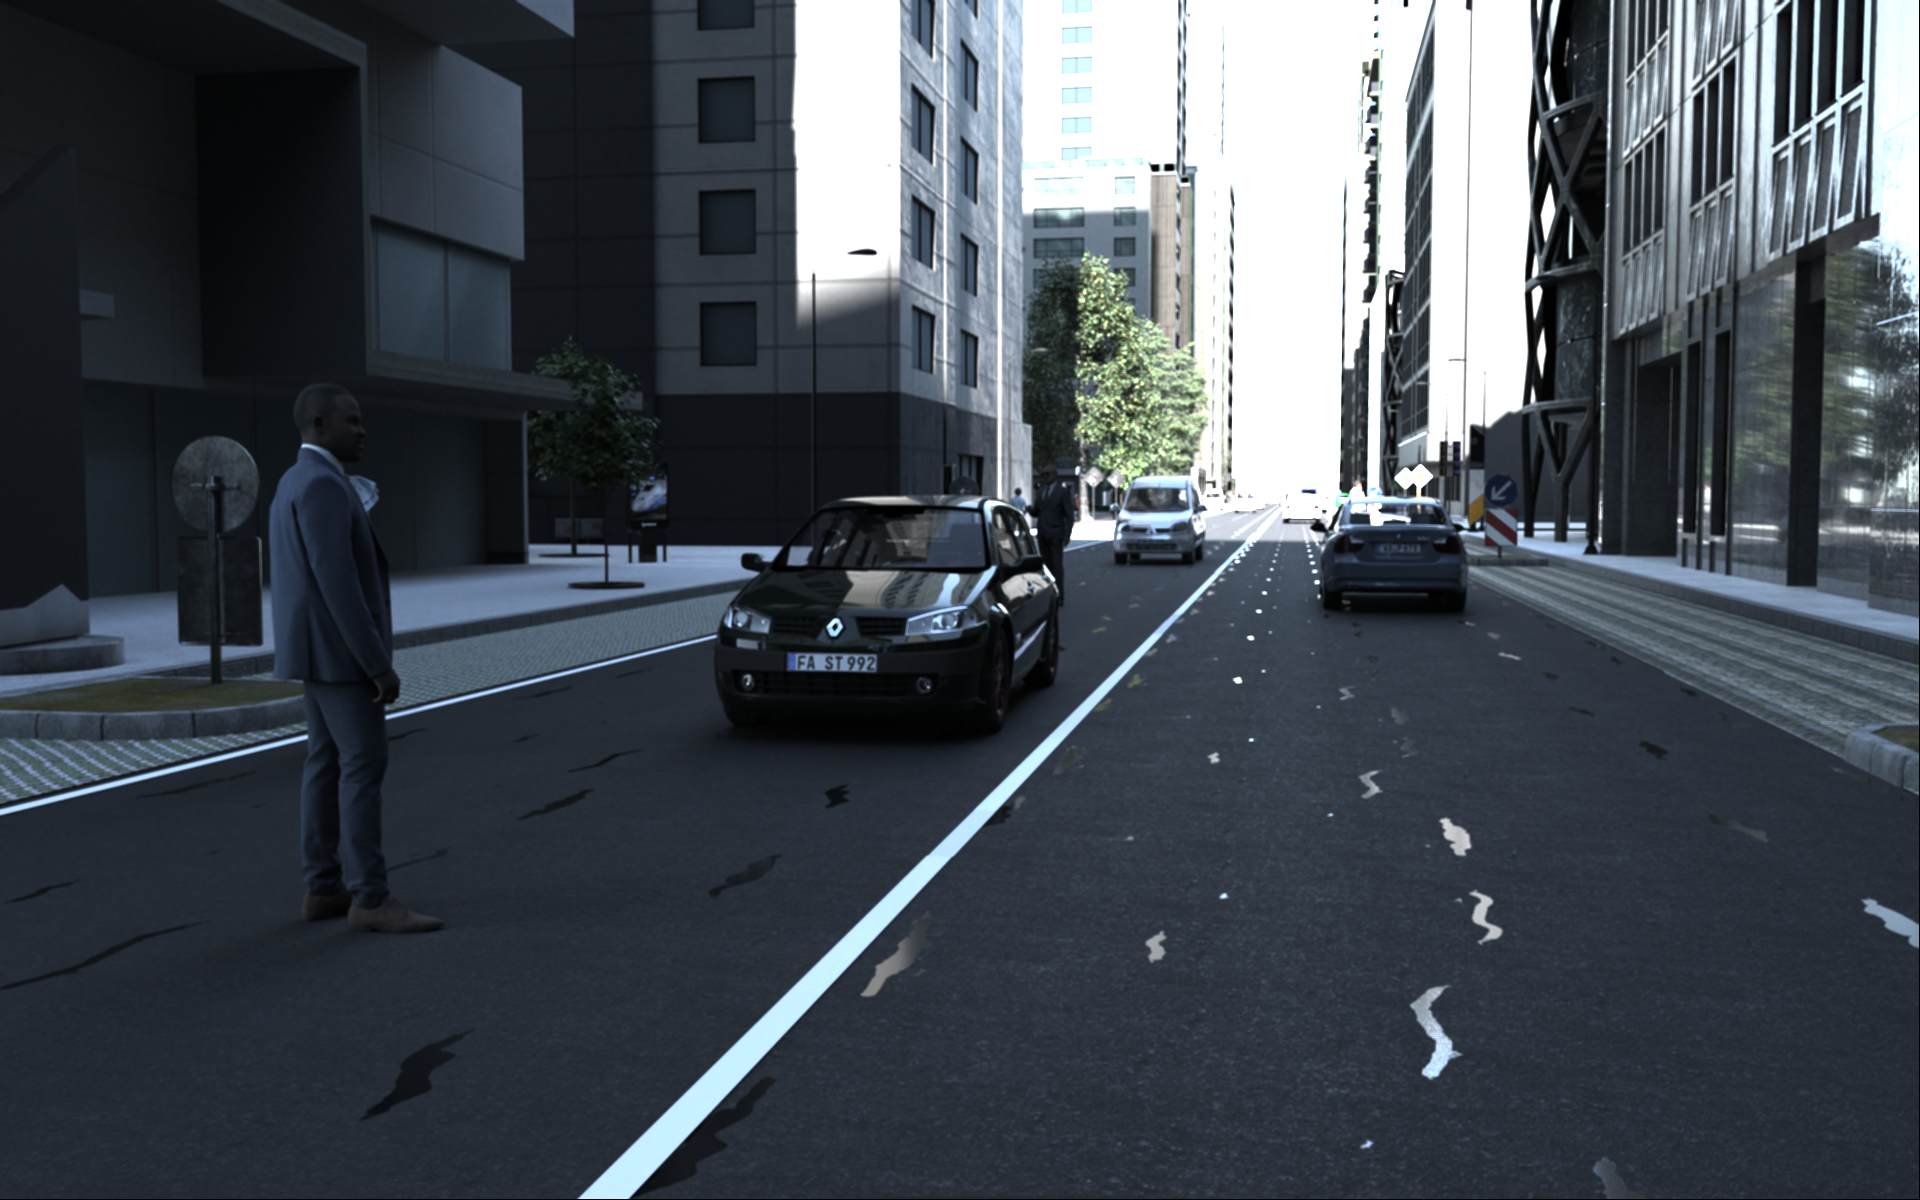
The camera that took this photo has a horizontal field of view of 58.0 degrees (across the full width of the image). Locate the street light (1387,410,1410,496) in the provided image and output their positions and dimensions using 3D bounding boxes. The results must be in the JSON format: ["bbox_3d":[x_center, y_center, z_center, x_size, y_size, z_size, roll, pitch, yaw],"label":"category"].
[{"bbox_3d":[24.327,-7.529,95.642,1.470,5.913,1.316,1,4,11],"label":"street light"}]

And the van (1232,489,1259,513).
[{"bbox_3d":[21.770,-7.645,132.003,2.013,2.044,4.112,1,4,11],"label":"van"}]

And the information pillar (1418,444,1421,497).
[{"bbox_3d":[21.580,-5.509,81.420,0.183,3.616,0.504,1,4,18],"label":"information pillar"}]

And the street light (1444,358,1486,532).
[{"bbox_3d":[17.315,-5.296,59.132,1.470,5.913,1.316,1,4,11],"label":"street light"}]

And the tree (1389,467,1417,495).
[{"bbox_3d":[27.052,-6.791,105.638,1.663,3.219,1.824,0,3,0],"label":"tree"}]

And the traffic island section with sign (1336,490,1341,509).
[{"bbox_3d":[26.479,-6.592,116.401,1.989,1.847,2.006,1,4,11],"label":"traffic island section with sign"}]

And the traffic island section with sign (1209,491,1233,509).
[{"bbox_3d":[24.925,-9.635,166.165,1.989,1.847,2.006,1,4,11],"label":"traffic island section with sign"}]

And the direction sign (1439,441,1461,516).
[{"bbox_3d":[20.991,-5.030,74.242,0.876,3.537,0.379,0,4,7],"label":"direction sign"}]

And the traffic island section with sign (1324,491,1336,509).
[{"bbox_3d":[41.128,-11.225,192.159,1.989,1.847,2.006,1,4,11],"label":"traffic island section with sign"}]

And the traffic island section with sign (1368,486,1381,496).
[{"bbox_3d":[21.376,-4.973,89.931,1.989,1.847,2.006,1,4,11],"label":"traffic island section with sign"}]

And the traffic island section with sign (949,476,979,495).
[{"bbox_3d":[0.046,-1.762,37.433,1.989,1.847,2.006,1,4,11],"label":"traffic island section with sign"}]

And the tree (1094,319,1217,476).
[{"bbox_3d":[13.970,-13.353,124.982,9.857,13.997,8.962,0,3,0],"label":"tree"}]

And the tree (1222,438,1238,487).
[{"bbox_3d":[32.963,-16.458,219.455,4.360,8.622,3.978,0,3,0],"label":"tree"}]

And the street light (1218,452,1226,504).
[{"bbox_3d":[28.239,-13.342,190.680,1.470,5.913,1.316,1,4,11],"label":"street light"}]

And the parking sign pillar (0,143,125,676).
[{"bbox_3d":[-7.019,-1.487,12.779,1.447,3.967,1.447,0,4,2],"label":"parking sign pillar"}]

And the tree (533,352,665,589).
[{"bbox_3d":[-4.788,-1.775,23.619,1.663,3.219,1.824,0,3,0],"label":"tree"}]

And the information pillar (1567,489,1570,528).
[{"bbox_3d":[22.908,-3.741,65.662,0.304,2.012,0.304,-3,5,-40],"label":"information pillar"}]

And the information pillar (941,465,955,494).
[{"bbox_3d":[-0.291,-2.370,43.246,0.304,2.012,0.304,0,4,8],"label":"information pillar"}]

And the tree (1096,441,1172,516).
[{"bbox_3d":[9.710,-7.346,103.818,4.285,4.588,4.351,0,3,0],"label":"tree"}]

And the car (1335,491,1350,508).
[{"bbox_3d":[34.223,-8.976,155.550,1.959,1.807,4.718,1,4,11],"label":"car"}]

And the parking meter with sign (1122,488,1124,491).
[{"bbox_3d":[13.093,-8.845,140.882,1.738,3.016,0.543,0,4,-6],"label":"parking meter with sign"}]

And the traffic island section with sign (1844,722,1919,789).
[{"bbox_3d":[5.647,-0.001,8.652,1.989,1.847,2.006,1,4,11],"label":"traffic island section with sign"}]

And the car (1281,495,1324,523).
[{"bbox_3d":[16.947,-4.487,85.725,2.083,1.381,4.827,1,4,12],"label":"car"}]

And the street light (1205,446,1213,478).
[{"bbox_3d":[23.905,-11.968,168.209,1.470,5.913,1.316,1,4,11],"label":"street light"}]

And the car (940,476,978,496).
[{"bbox_3d":[-0.356,-0.573,19.162,2.009,1.686,4.222,1,4,13],"label":"car"}]

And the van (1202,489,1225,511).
[{"bbox_3d":[21.791,-8.670,148.765,2.013,2.044,4.112,1,4,10],"label":"van"}]

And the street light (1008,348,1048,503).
[{"bbox_3d":[2.112,-5.072,55.472,1.470,5.913,1.316,1,4,11],"label":"street light"}]

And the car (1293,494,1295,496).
[{"bbox_3d":[36.122,-10.723,184.113,1.959,1.807,4.718,1,4,10],"label":"car"}]

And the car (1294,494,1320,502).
[{"bbox_3d":[22.965,-6.360,115.787,2.131,1.459,4.920,1,4,11],"label":"car"}]

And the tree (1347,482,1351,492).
[{"bbox_3d":[50.939,-14.008,223.631,1.663,3.219,1.824,0,3,0],"label":"tree"}]

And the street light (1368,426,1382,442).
[{"bbox_3d":[28.667,-8.905,118.132,1.470,5.913,1.316,1,4,11],"label":"street light"}]

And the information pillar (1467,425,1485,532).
[{"bbox_3d":[17.384,-4.094,58.299,0.504,3.616,0.183,1,4,21],"label":"information pillar"}]

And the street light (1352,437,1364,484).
[{"bbox_3d":[34.395,-10.703,147.538,1.470,5.913,1.316,1,4,11],"label":"street light"}]

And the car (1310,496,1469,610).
[{"bbox_3d":[5.634,-0.659,22.784,2.014,1.417,4.499,1,4,11],"label":"car"}]

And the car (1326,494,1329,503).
[{"bbox_3d":[53.500,-14.993,254.914,2.009,1.686,4.222,1,4,11],"label":"car"}]

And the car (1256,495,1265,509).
[{"bbox_3d":[28.373,-9.453,166.924,2.083,1.381,4.827,1,4,10],"label":"car"}]

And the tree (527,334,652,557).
[{"bbox_3d":[-7.889,-3.176,35.647,4.285,4.588,4.351,0,3,0],"label":"tree"}]

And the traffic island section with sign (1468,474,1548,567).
[{"bbox_3d":[10.765,-1.620,35.119,1.989,1.847,2.006,1,4,11],"label":"traffic island section with sign"}]

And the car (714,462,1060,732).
[{"bbox_3d":[-0.360,-0.122,11.787,2.009,1.686,4.222,1,4,10],"label":"car"}]

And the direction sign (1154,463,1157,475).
[{"bbox_3d":[13.067,-7.580,115.928,0.379,3.537,0.876,1,4,16],"label":"direction sign"}]

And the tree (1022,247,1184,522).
[{"bbox_3d":[5.671,-10.022,80.862,9.611,12.733,9.660,0,3,0],"label":"tree"}]

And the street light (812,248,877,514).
[{"bbox_3d":[-2.254,-3.698,33.007,1.470,5.913,1.316,1,4,11],"label":"street light"}]

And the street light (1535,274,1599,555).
[{"bbox_3d":[12.863,-3.923,36.683,1.470,5.913,1.316,1,4,11],"label":"street light"}]

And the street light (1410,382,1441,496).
[{"bbox_3d":[19.636,-6.081,71.965,1.470,5.913,1.316,1,4,11],"label":"street light"}]

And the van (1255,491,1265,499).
[{"bbox_3d":[35.811,-12.358,209.062,2.013,2.044,4.112,1,4,12],"label":"van"}]

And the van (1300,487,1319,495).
[{"bbox_3d":[35.611,-10.558,177.007,2.240,2.365,5.245,1,4,10],"label":"van"}]

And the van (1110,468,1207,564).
[{"bbox_3d":[4.275,-1.826,36.859,2.013,2.044,4.112,1,4,12],"label":"van"}]

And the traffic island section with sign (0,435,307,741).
[{"bbox_3d":[-5.071,-0.143,10.966,1.989,1.847,2.006,1,4,11],"label":"traffic island section with sign"}]

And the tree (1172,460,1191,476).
[{"bbox_3d":[16.705,-9.429,137.884,4.285,4.588,4.351,0,3,0],"label":"tree"}]

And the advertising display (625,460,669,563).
[{"bbox_3d":[-5.856,-1.665,32.434,0.123,1.923,0.974,3,4,38],"label":"advertising display"}]

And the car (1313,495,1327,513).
[{"bbox_3d":[27.327,-7.414,133.582,2.083,1.381,4.827,1,4,9],"label":"car"}]

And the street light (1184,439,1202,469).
[{"bbox_3d":[19.384,-10.554,145.095,1.470,5.913,1.316,1,4,11],"label":"street light"}]

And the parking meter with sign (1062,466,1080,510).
[{"bbox_3d":[6.771,-6.880,108.744,1.738,3.016,0.543,-2,4,-30],"label":"parking meter with sign"}]

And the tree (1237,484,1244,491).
[{"bbox_3d":[48.519,-18.712,300.537,1.663,3.219,1.824,0,3,0],"label":"tree"}]
